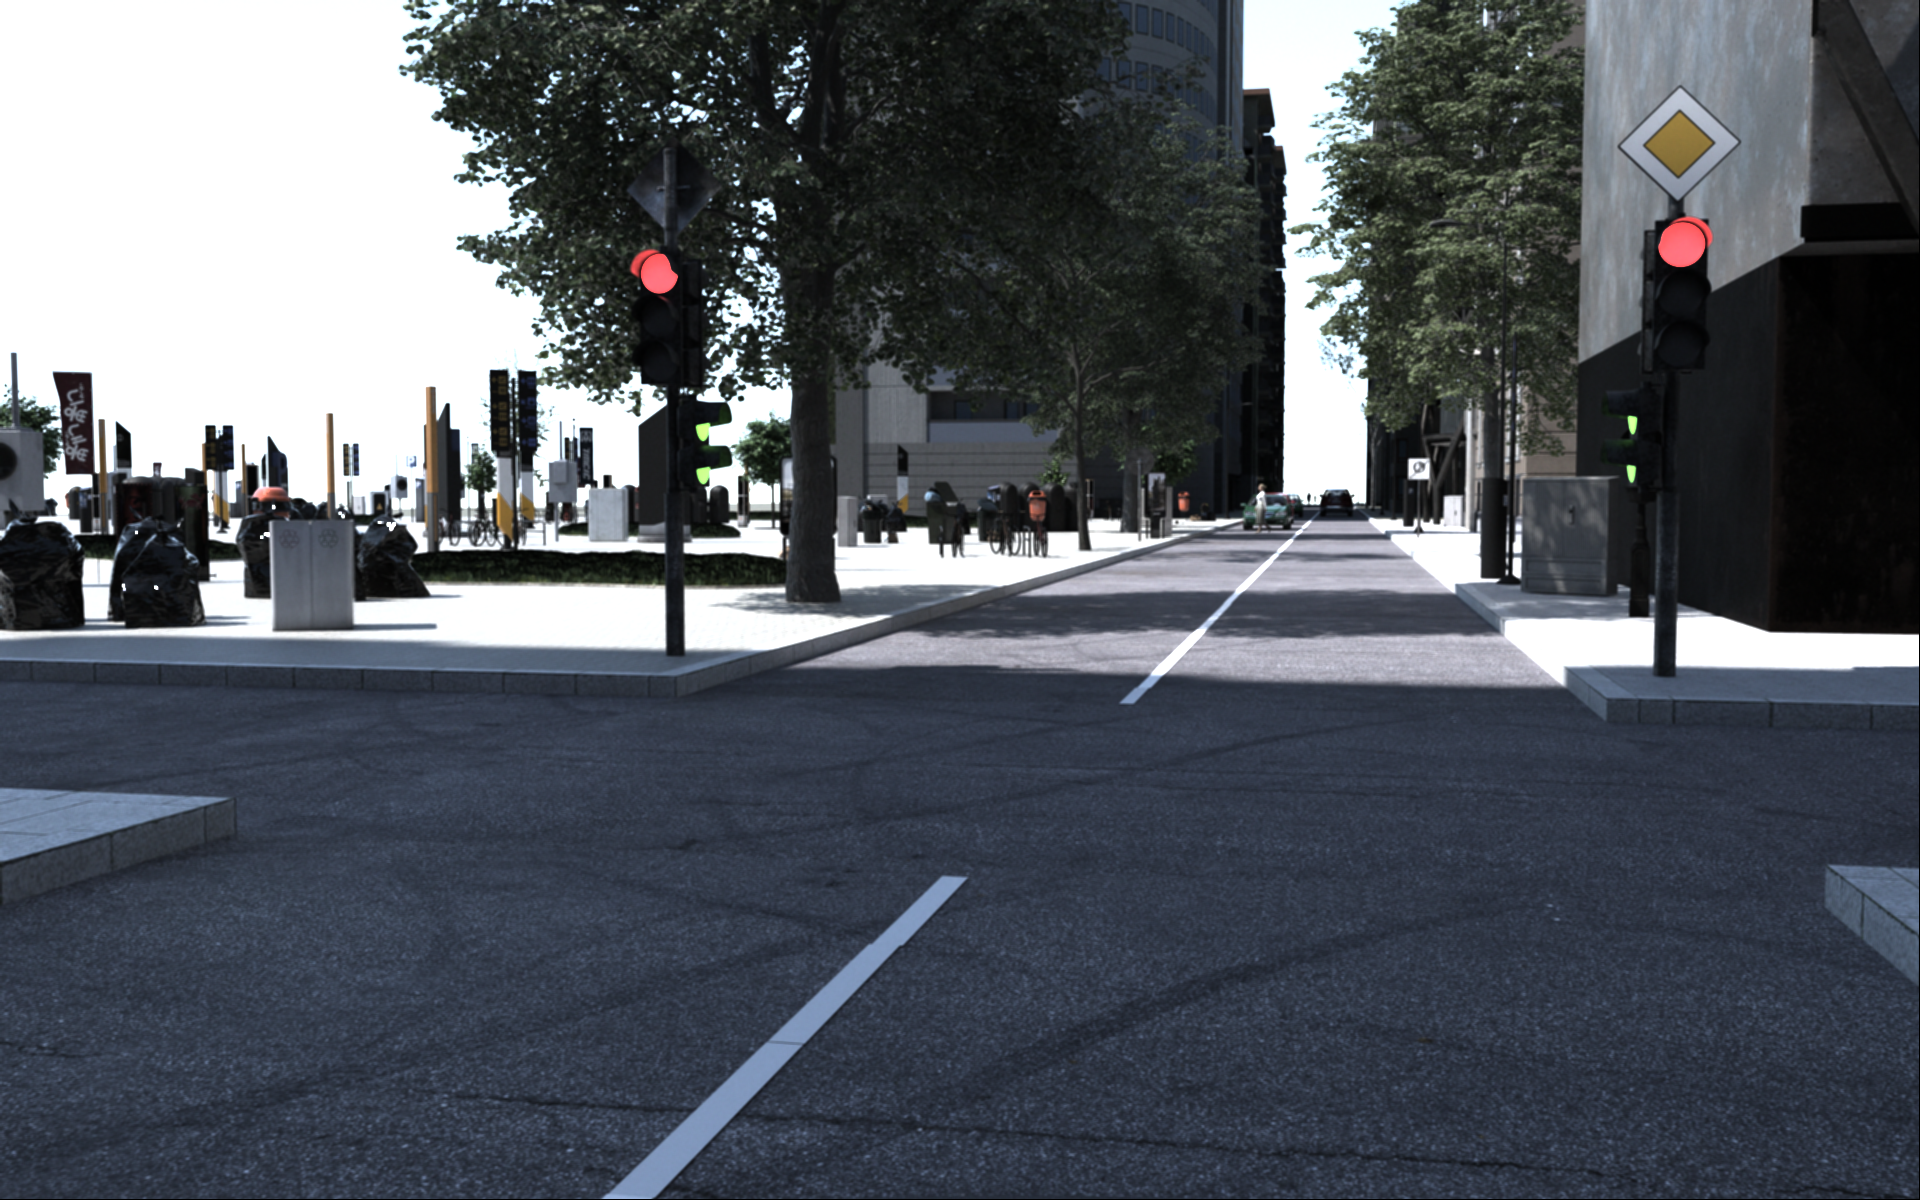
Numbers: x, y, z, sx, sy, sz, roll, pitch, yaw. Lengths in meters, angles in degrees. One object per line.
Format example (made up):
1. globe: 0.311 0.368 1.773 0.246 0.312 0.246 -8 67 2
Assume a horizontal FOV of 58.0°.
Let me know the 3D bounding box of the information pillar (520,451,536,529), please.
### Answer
1. information pillar: -16.017 -4.453 64.162 0.504 3.616 0.183 -1 4 -21

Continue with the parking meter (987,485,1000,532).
1. parking meter: 0.970 -2.517 49.559 0.372 1.533 0.369 0 3 0

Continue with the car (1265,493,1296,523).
1. car: 15.219 -4.583 83.966 2.155 1.783 4.494 1 4 14

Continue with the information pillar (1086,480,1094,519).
1. information pillar: 6.628 -5.139 88.521 0.304 2.012 0.304 -2 4 -26

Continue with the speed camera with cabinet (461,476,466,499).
1. speed camera with cabinet: -24.600 -5.429 83.104 0.660 3.252 2.038 1 4 23

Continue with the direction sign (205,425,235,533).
1. direction sign: -24.173 -3.952 56.616 0.876 3.537 0.379 -1 4 -14

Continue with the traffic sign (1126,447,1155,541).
1. traffic sign: 4.881 -2.867 46.974 0.768 2.556 0.104 1 4 16

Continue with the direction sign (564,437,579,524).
1. direction sign: -15.423 -4.697 68.790 0.379 3.537 0.876 2 4 24

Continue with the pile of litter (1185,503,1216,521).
1. pile of litter: 11.454 -4.185 82.386 1.719 0.858 1.176 -1 4 -14

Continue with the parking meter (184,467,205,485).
1. parking meter: -16.650 -1.958 37.732 0.399 1.863 0.255 2 4 28

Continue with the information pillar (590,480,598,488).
1. information pillar: -18.814 -5.175 89.097 0.304 2.012 0.304 3 4 39

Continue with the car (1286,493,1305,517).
1. car: 20.468 -6.058 107.851 1.959 1.807 4.718 1 4 11

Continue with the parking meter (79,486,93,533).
1. parking meter: -28.795 -2.975 57.051 0.372 1.533 0.369 0 3 0

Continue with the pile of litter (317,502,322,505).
1. pile of litter: -34.880 -4.907 94.194 1.719 0.858 1.176 2 4 33

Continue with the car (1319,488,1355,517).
1. car: 24.354 -6.316 111.947 2.281 1.827 5.304 1 4 13

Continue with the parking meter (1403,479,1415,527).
1. parking meter: 17.598 -3.802 67.870 0.399 1.863 0.255 -1 4 -20

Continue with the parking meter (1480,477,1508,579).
1. parking meter: 8.104 -1.093 26.277 0.372 1.533 0.369 0 3 0

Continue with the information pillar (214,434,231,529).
1. information pillar: -27.206 -4.432 63.812 0.504 3.616 0.183 -3 5 -41

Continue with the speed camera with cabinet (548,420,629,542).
1. speed camera with cabinet: -10.021 -3.203 46.705 2.038 3.252 0.660 0 3 0

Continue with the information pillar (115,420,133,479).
1. information pillar: -26.472 -3.884 54.855 0.504 3.616 0.183 0 4 2

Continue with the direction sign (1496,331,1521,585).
1. direction sign: 7.846 -1.994 24.593 0.379 3.537 0.876 1 4 15

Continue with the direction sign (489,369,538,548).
1. direction sign: -8.143 -2.426 31.666 0.876 3.537 0.379 -2 4 -33

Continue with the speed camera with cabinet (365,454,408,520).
1. speed camera with cabinet: -27.825 -5.486 84.027 0.660 3.252 2.038 3 5 40

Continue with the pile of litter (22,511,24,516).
1. pile of litter: -40.123 -3.635 73.397 1.719 0.858 1.176 -3 5 -42

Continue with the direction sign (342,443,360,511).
1. direction sign: -27.000 -5.191 76.865 0.876 3.537 0.379 1 4 19

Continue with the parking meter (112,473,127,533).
1. parking meter: -23.147 -2.570 47.734 0.399 1.863 0.255 3 4 36

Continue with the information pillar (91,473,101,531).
1. information pillar: -29.587 -3.365 59.506 0.304 2.012 0.304 0 4 8

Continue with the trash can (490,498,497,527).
1. trash can: -16.866 -3.177 63.599 0.748 1.137 0.748 0 3 0

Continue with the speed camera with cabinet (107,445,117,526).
1. speed camera with cabinet: -33.212 -4.610 69.706 2.038 3.252 0.660 -1 4 -10

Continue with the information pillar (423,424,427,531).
1. information pillar: -17.875 -4.092 58.258 0.183 3.616 0.504 1 4 11

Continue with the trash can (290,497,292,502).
1. trash can: -35.030 -4.788 89.940 0.748 1.137 0.748 0 3 0

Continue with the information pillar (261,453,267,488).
1. information pillar: -39.143 -6.490 97.462 0.183 3.616 0.504 0 4 5

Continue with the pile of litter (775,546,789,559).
1. pile of litter: -3.135 -1.247 34.349 1.176 0.858 1.719 1 4 20

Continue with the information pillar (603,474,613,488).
1. information pillar: -13.010 -3.639 63.993 0.304 2.012 0.304 0 4 3

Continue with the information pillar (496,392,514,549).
1. information pillar: -10.447 -2.957 39.708 0.183 3.616 0.504 1 4 22

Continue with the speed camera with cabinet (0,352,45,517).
1. speed camera with cabinet: -13.866 -1.817 24.051 2.038 3.252 0.660 0 4 3

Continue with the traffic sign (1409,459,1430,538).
1. traffic sign: 13.300 -2.941 50.212 0.606 2.300 0.079 1 4 18

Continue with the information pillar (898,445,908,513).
1. information pillar: -2.692 -5.492 81.155 0.504 3.616 0.183 0 4 -7

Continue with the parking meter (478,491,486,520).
1. parking meter: -24.047 -4.810 87.058 0.372 1.533 0.369 0 3 0

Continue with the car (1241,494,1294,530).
1. car: 12.507 -3.583 70.381 2.131 1.459 4.920 1 4 12

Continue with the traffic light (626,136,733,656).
1. traffic light: -2.246 -1.512 13.650 0.839 4.253 0.868 1 4 12

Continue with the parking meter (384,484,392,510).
1. parking meter: -31.951 -5.566 96.711 0.399 1.863 0.255 -3 4 -36

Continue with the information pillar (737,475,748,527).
1. information pillar: -8.392 -3.815 66.866 0.304 2.012 0.304 1 4 21

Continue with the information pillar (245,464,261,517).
1. information pillar: -17.584 -2.363 43.129 0.304 2.012 0.304 -1 4 -12

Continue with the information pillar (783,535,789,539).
1. information pillar: -4.921 -2.770 49.782 0.304 2.012 0.304 0 4 -1

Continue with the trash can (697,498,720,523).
1. trash can: -8.316 -2.787 57.219 0.748 1.137 0.748 0 3 0

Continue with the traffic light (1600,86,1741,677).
1. traffic light: 4.950 -1.418 12.104 0.839 4.253 0.868 1 4 12
